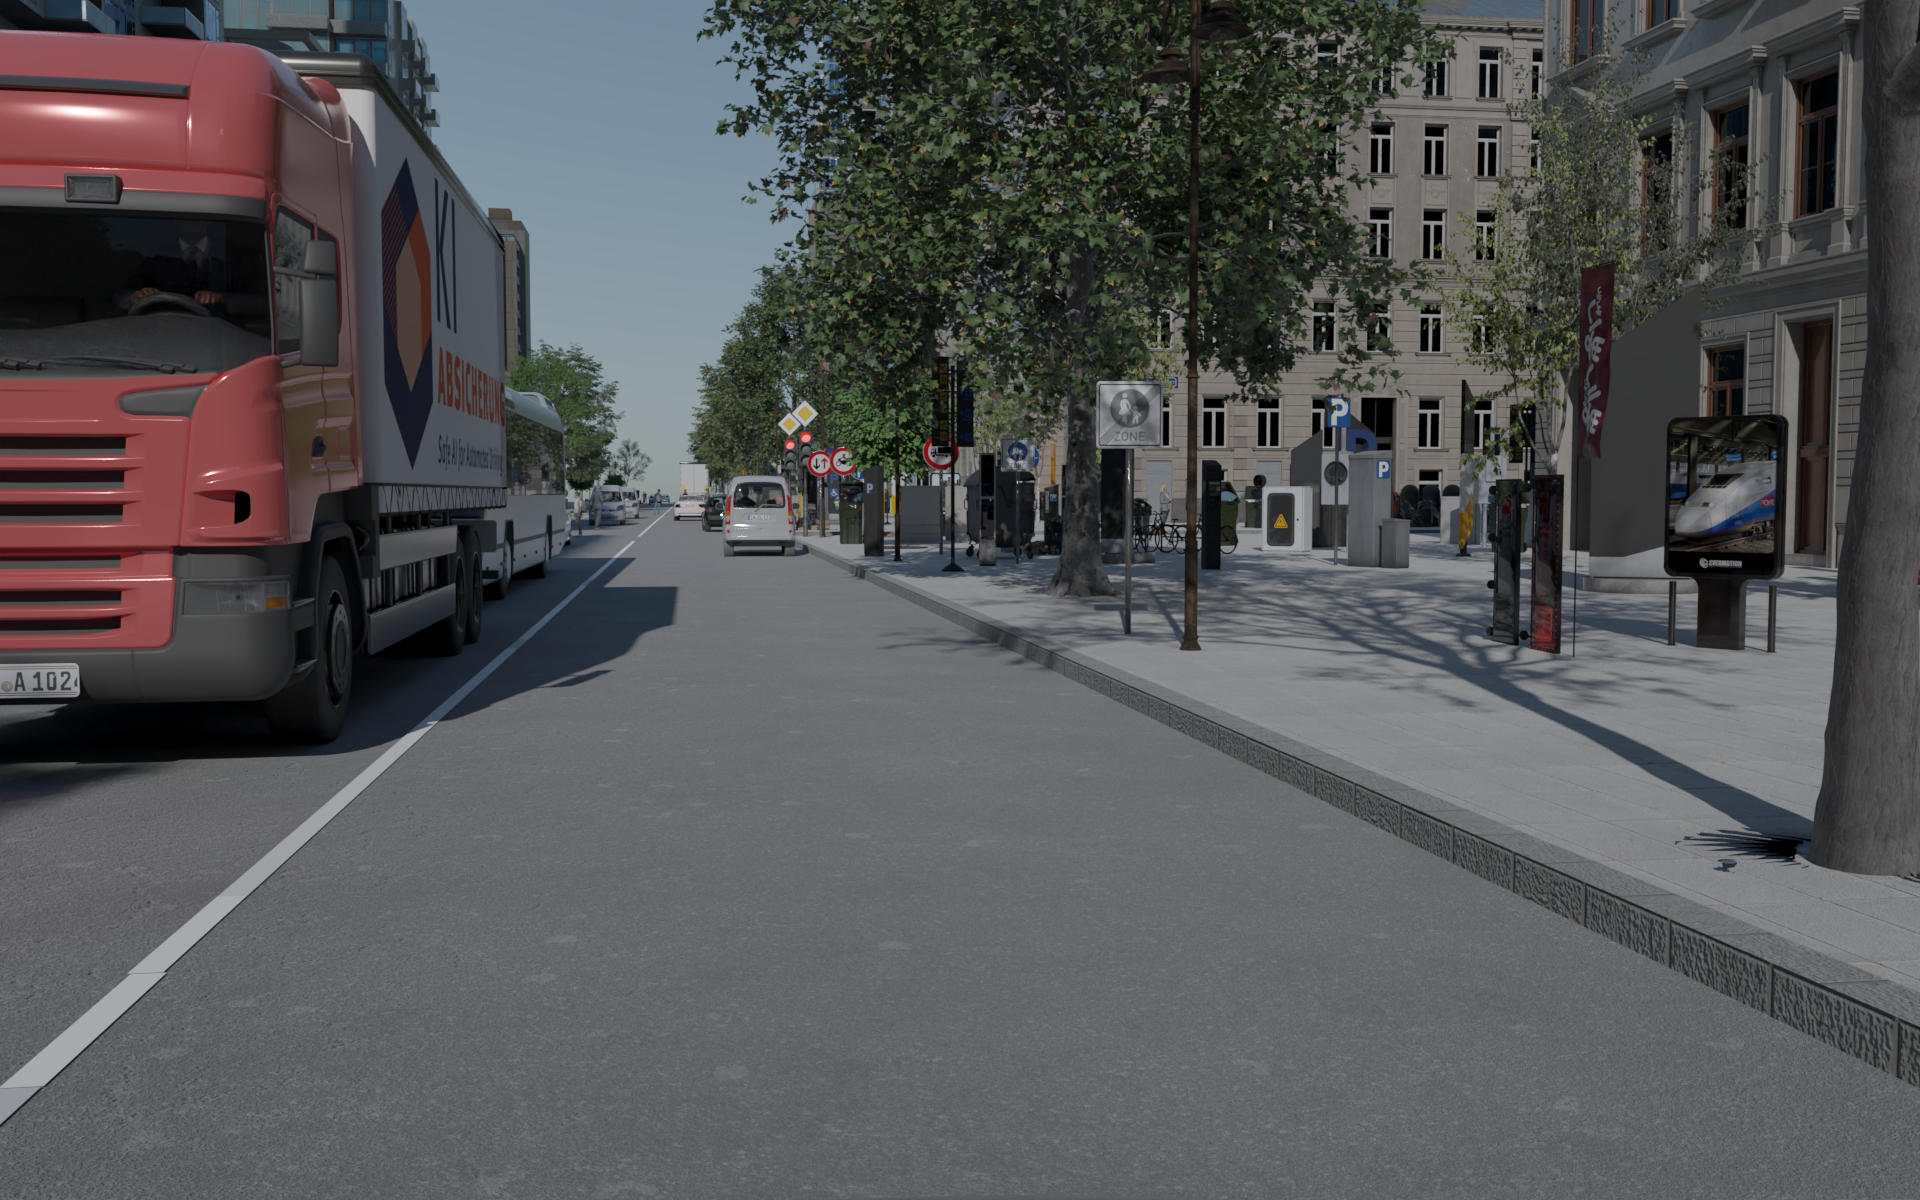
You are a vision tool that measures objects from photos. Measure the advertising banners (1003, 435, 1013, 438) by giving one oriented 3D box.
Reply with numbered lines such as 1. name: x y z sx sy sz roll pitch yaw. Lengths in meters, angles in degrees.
1. advertising banners: 0.959 -3.344 50.870 0.090 3.025 2.074 3 4 37

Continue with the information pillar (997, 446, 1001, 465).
1. information pillar: 1.965 -5.650 83.732 0.183 3.616 0.504 -3 5 -39

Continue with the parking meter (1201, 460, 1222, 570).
1. parking meter: 4.279 -1.454 29.484 0.255 1.863 0.399 -1 4 -9

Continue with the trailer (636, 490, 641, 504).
1. trailer: -45.899 -14.581 245.447 1.471 1.999 3.904 -1 4 -11

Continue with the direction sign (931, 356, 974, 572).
1. direction sign: -0.119 -2.243 28.670 0.876 3.537 0.379 -3 5 -39

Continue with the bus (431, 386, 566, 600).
1. bus: -7.797 -1.912 26.115 2.948 3.499 13.247 -1 4 -8

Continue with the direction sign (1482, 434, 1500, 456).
1. direction sign: 19.924 -4.467 65.028 0.876 3.537 0.379 -2 4 -29

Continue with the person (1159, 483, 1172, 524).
1. person: 6.767 -2.941 56.774 0.537 1.800 0.526 -3 5 -44

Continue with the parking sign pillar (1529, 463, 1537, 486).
1. parking sign pillar: 38.678 -7.744 115.087 1.447 3.967 1.447 -2 4 -29

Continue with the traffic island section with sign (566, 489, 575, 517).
1. traffic island section with sign: -24.603 -6.052 107.580 1.989 1.847 2.006 -1 4 -9

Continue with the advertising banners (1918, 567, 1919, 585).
1. advertising banners: 13.602 -1.727 24.417 2.074 3.025 0.090 -2 4 -24

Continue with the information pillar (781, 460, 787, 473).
1. information pillar: -11.401 -7.406 112.448 0.504 3.616 0.183 1 4 12

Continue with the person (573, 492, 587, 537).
1. person: -12.837 -2.888 58.321 0.503 1.515 0.523 2 4 26

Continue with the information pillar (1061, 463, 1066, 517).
1. information pillar: 2.611 -2.244 41.188 0.304 2.012 0.304 -3 5 -42

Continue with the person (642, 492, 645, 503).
1. person: -52.612 -17.115 288.321 1.348 1.826 0.705 3 5 43

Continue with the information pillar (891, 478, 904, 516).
1. information pillar: -2.316 -4.499 64.908 0.504 3.616 0.183 -1 4 -11

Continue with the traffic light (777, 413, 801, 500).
1. traffic light: -5.912 -4.343 59.923 0.839 4.253 0.868 -1 4 -9

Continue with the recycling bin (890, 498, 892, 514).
1. recycling bin: -4.188 -6.155 113.190 0.722 1.027 0.722 0 4 2

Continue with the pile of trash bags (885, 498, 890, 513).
1. pile of trash bags: -6.469 -6.416 114.651 3.447 1.369 1.912 -1 4 -21

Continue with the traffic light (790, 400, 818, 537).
1. traffic light: -4.668 -3.860 52.035 0.839 4.253 0.868 -1 4 -9

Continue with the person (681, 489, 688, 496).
1. person: -22.447 -8.151 141.733 1.348 1.831 0.705 -3 5 -41

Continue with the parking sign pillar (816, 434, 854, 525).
1. parking sign pillar: -5.307 -5.147 72.624 1.447 3.967 1.447 0 4 -7

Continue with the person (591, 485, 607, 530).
1. person: -14.335 -3.683 68.895 0.661 1.801 0.590 2 4 35

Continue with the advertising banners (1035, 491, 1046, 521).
1. advertising banners: 3.270 -5.304 82.901 2.074 3.025 0.090 -1 4 -12

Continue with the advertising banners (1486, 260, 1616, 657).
1. advertising banners: 4.768 -1.093 14.058 0.090 3.025 2.074 0 4 -7

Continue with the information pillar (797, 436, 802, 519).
1. information pillar: -6.406 -4.755 69.103 0.183 3.616 0.504 -1 4 -13

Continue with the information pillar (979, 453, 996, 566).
1. information pillar: 0.489 -1.615 30.900 0.304 2.012 0.304 0 4 0

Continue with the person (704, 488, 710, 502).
1. person: -15.256 -5.800 103.611 0.573 1.790 0.520 1 4 22

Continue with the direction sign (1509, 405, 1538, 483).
1. direction sign: 14.342 -3.173 43.873 0.876 3.537 0.379 0 4 2

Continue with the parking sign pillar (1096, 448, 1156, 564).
1. parking sign pillar: 2.963 -2.691 32.467 1.447 3.967 1.447 1 4 15

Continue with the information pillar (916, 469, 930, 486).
1. information pillar: -1.085 -2.839 50.906 0.304 2.012 0.304 -2 4 -32

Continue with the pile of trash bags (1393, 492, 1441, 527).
1. pile of trash bags: 17.386 -3.519 67.292 1.912 1.369 3.447 3 4 36

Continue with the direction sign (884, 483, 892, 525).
1. direction sign: -3.036 -4.911 72.285 0.876 3.537 0.379 2 4 28

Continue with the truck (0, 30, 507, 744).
1. truck: -5.277 -1.482 13.144 2.839 4.237 11.283 -1 4 -9

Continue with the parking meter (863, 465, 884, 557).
1. parking meter: -1.771 -1.822 35.504 0.399 1.863 0.255 3 5 41

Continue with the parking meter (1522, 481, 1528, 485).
1. parking meter: 24.771 -4.306 76.118 0.255 1.863 0.399 0 4 0

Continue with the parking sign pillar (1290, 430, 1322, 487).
1. parking sign pillar: 14.411 -5.117 72.140 1.447 3.967 1.447 0 4 2

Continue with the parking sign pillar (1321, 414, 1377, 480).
1. parking sign pillar: 12.025 -3.903 52.292 1.447 3.967 1.447 -1 4 -21

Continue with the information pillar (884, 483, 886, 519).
1. information pillar: -2.422 -3.612 50.411 0.504 3.616 0.183 2 4 30

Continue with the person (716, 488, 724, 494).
1. person: -14.862 -6.002 106.890 0.793 1.790 0.793 3 4 36

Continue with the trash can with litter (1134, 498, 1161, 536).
1. trash can with litter: 5.818 -2.590 53.729 1.055 1.170 0.624 -2 4 -28

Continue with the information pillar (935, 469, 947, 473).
1. information pillar: -0.711 -4.244 60.737 0.504 3.616 0.183 -2 4 -28

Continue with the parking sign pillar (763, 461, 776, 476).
1. parking sign pillar: -13.146 -8.039 119.916 1.447 3.967 1.447 1 4 20

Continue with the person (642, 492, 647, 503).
1. person: -51.148 -16.718 281.857 1.348 1.822 0.705 -3 4 -38

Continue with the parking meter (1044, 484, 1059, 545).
1. parking meter: 2.286 -2.136 43.340 0.372 1.533 0.369 0 3 0

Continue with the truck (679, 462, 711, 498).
1. truck: -23.744 -10.174 155.265 2.839 4.237 11.283 0 4 -8

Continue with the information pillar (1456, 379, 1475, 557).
1. information pillar: 10.406 -2.705 35.576 0.183 3.616 0.504 3 5 41

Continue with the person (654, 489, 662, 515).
1. person: -20.730 -6.726 118.812 0.623 1.781 0.721 0 4 4

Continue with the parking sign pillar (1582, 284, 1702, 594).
1. parking sign pillar: 8.976 -2.095 22.719 1.447 3.967 1.447 1 4 21

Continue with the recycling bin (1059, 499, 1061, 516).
1. recycling bin: 5.060 -4.182 80.925 0.722 1.027 0.722 -1 4 -15
